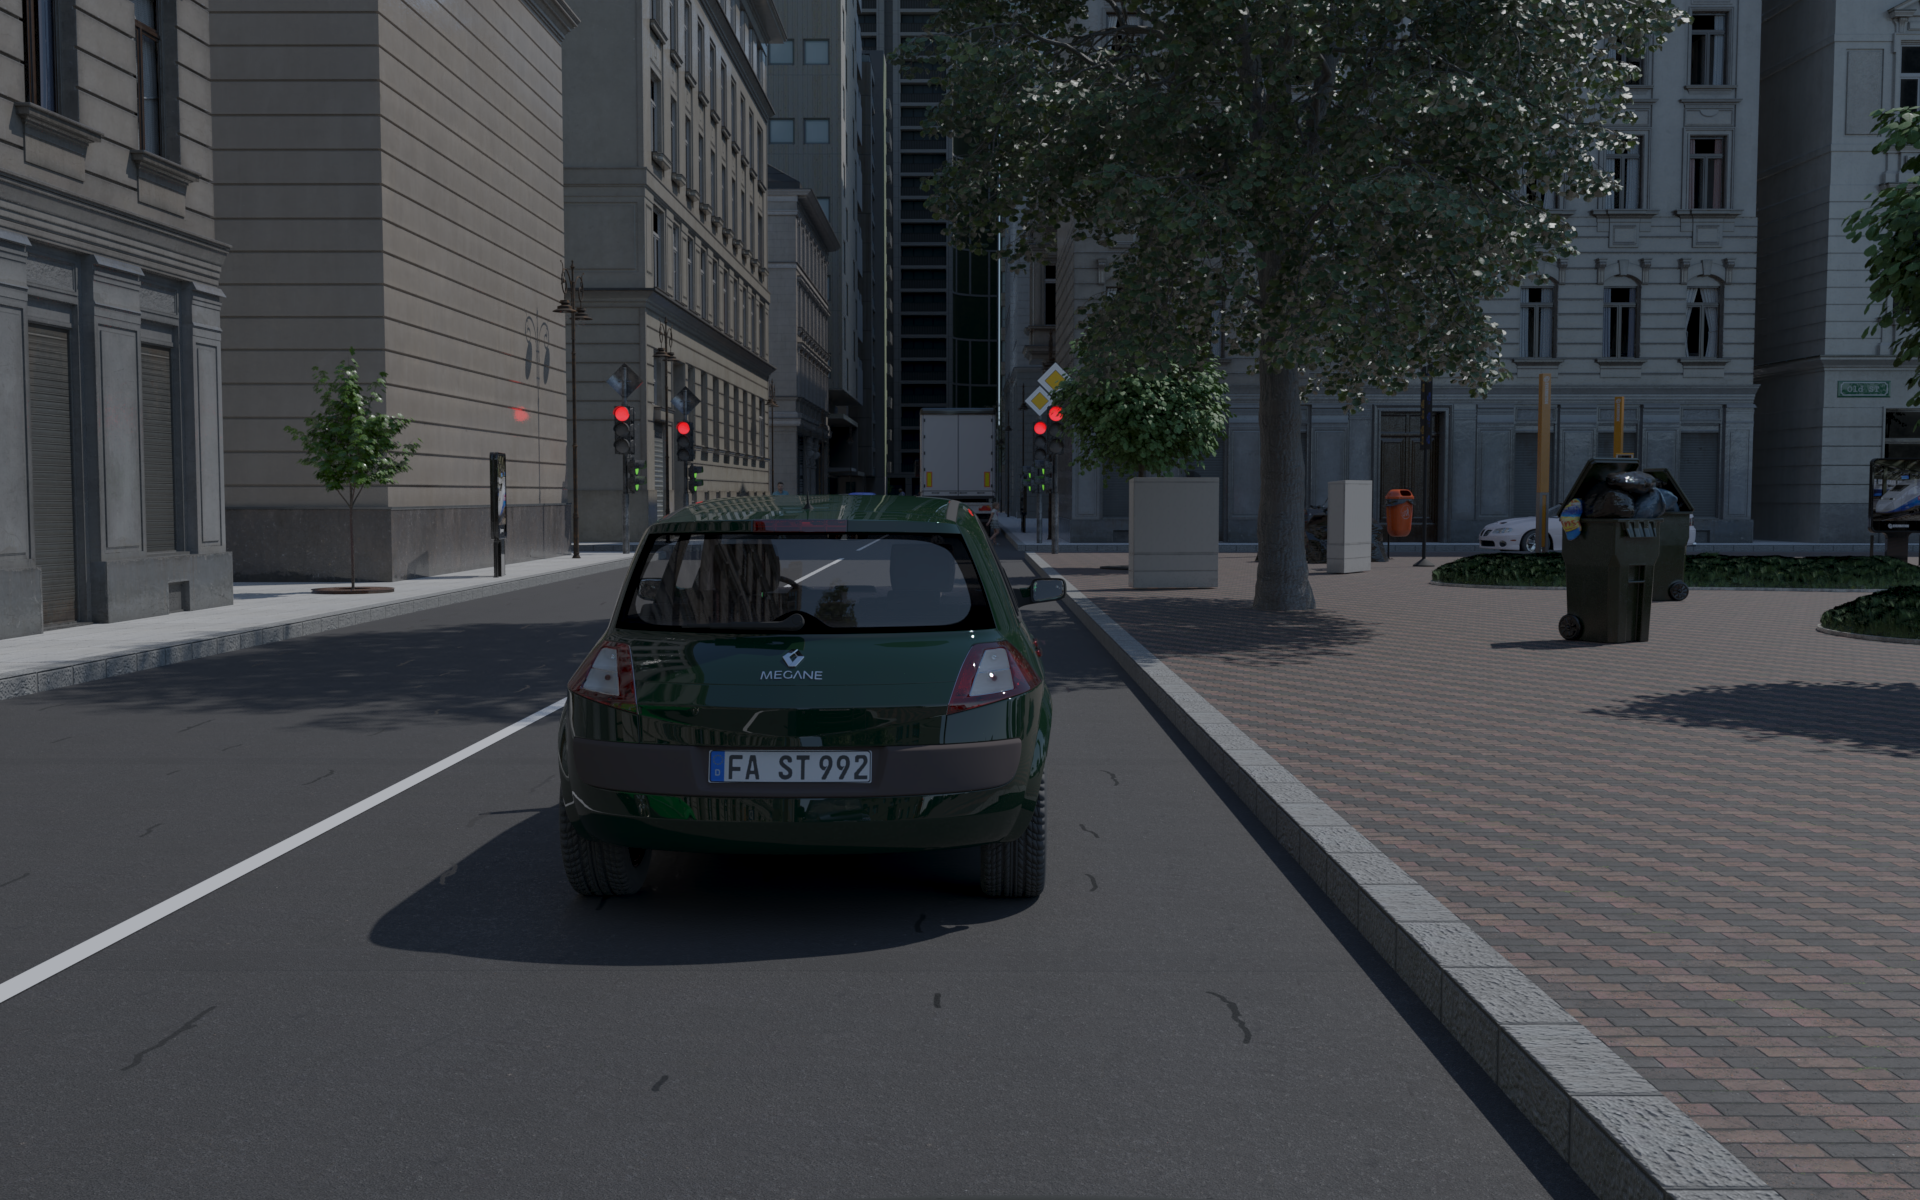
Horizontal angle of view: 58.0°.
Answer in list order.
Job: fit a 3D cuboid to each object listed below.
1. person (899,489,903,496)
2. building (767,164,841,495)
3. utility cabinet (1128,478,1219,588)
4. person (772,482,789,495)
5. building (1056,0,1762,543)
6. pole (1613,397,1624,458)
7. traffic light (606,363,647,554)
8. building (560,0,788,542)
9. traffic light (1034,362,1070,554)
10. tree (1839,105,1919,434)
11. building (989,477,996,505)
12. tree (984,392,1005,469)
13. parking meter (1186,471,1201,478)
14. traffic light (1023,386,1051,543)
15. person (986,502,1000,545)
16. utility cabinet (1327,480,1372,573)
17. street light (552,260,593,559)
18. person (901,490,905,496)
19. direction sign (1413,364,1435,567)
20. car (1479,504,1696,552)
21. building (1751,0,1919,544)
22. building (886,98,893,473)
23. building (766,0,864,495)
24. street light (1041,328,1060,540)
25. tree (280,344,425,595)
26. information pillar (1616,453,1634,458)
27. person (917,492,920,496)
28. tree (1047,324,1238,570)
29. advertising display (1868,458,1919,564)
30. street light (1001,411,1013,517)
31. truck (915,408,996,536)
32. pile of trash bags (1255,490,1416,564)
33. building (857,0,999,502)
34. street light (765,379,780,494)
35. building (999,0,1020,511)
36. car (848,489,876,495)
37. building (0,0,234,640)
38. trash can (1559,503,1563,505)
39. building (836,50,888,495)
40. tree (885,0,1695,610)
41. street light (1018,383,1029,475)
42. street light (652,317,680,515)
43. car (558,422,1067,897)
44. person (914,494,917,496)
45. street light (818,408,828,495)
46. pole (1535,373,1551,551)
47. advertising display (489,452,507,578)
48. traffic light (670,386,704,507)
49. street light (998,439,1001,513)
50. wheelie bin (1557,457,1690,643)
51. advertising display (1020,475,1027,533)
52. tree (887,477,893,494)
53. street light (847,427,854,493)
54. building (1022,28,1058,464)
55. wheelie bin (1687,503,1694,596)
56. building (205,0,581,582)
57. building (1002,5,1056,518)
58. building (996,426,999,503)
[{"bbox_3d":[-4.349,-7.184,126.040,0.705,1.814,1.350,-1,4,-20],"label":"person"},{"bbox_3d":[-13.226,-14.932,95.055,10.553,20.767,40.483,0,4,0],"label":"building"},{"bbox_3d":[2.892,-0.906,23.484,1.173,1.500,0.318,0,4,-8],"label":"utility cabinet"},{"bbox_3d":[-5.721,-2.876,55.544,0.660,1.820,0.620,-1,4,-21],"label":"person"},{"bbox_3d":[11.822,-12.244,49.344,18.267,20.994,9.793,0,4,0],"label":"building"},{"bbox_3d":[13.798,-2.599,36.336,0.158,3.312,0.155,0,3,0],"label":"pole"},{"bbox_3d":[-7.144,-2.943,37.041,0.839,4.253,0.868,0,4,0],"label":"traffic light"},{"bbox_3d":[-15.464,-13.837,59.515,16.112,22.955,30.059,0,4,0],"label":"building"},{"bbox_3d":[2.017,-2.942,37.020,0.839,4.253,0.868,0,4,0],"label":"traffic light"},{"bbox_3d":[7.443,-1.677,11.135,4.285,4.588,4.351,0,3,0],"label":"tree"},{"bbox_3d":[19.270,-30.077,183.638,32.217,40.220,23.993,0,4,0],"label":"building"},{"bbox_3d":[3.653,-10.607,123.780,4.360,8.622,3.978,0,3,0],"label":"tree"},{"bbox_3d":[5.975,-2.363,44.344,0.255,1.863,0.399,2,4,33],"label":"parking meter"},{"bbox_3d":[2.050,-3.430,45.005,0.839,4.253,0.868,0,4,0],"label":"traffic light"},{"bbox_3d":[0.939,-2.159,48.807,0.382,1.210,0.505,0,4,5],"label":"person"},{"bbox_3d":[6.322,-1.191,28.151,0.318,1.500,1.173,2,4,34],"label":"utility cabinet"},{"bbox_3d":[-7.651,-3.766,34.362,0.468,5.910,1.993,0,4,0],"label":"street light"},{"bbox_3d":[-5.455,-9.354,161.306,0.599,1.838,0.709,3,4,36],"label":"person"},{"bbox_3d":[8.219,-2.361,30.592,0.379,3.537,0.876,0,4,4],"label":"direction sign"},{"bbox_3d":[14.506,-1.700,40.155,4.827,1.381,2.083,0,4,-1],"label":"car"},{"bbox_3d":[43.774,-16.846,51.841,44.131,29.872,17.030,0,4,0],"label":"building"},{"bbox_3d":[-22.654,-34.527,184.131,30.456,49.044,23.786,0,4,0],"label":"building"},{"bbox_3d":[-21.570,-33.269,133.184,28.713,52.752,27.495,0,4,0],"label":"building"},{"bbox_3d":[2.527,-4.628,48.449,0.468,5.910,1.993,0,4,0],"label":"street light"},{"bbox_3d":[-7.860,-1.700,22.400,1.663,3.219,1.824,0,3,0],"label":"tree"},{"bbox_3d":[11.983,-1.639,31.286,0.304,2.012,0.304,1,4,21],"label":"information pillar"},{"bbox_3d":[-4.696,-11.457,196.735,0.541,1.710,0.530,-2,4,-34],"label":"person"},{"bbox_3d":[3.127,-2.818,29.786,4.285,4.588,4.351,0,3,0],"label":"tree"},{"bbox_3d":[16.793,-1.578,31.019,0.974,1.923,0.123,0,4,4],"label":"advertising display"},{"bbox_3d":[2.679,-7.536,96.000,0.468,5.910,1.993,0,4,0],"label":"street light"},{"bbox_3d":[-0.204,-4.475,62.084,2.839,4.237,11.283,0,4,-1],"label":"truck"},{"bbox_3d":[7.443,-1.439,33.277,3.447,1.369,1.912,-2,4,-34],"label":"pile of trash bags"},{"bbox_3d":[-5.477,-47.332,212.131,20.611,71.187,20.563,0,4,0],"label":"building"},{"bbox_3d":[-7.511,-5.910,69.413,0.468,5.910,1.993,0,4,0],"label":"street light"},{"bbox_3d":[10.052,-27.529,133.699,14.154,41.232,14.086,0,4,0],"label":"building"},{"bbox_3d":[-4.189,-3.937,73.963,1.945,1.707,3.694,0,4,2],"label":"car"},{"bbox_3d":[-13.125,-9.869,10.513,9.793,20.994,18.267,0,4,0],"label":"building"},{"bbox_3d":[10.211,-1.027,28.443,0.748,1.137,0.748,0,3,0],"label":"trash can"},{"bbox_3d":[-13.898,-28.835,155.043,14.154,41.232,14.086,0,4,0],"label":"building"},{"bbox_3d":[3.615,-6.865,18.897,9.857,13.997,8.962,0,3,0],"label":"tree"},{"bbox_3d":[2.636,-6.082,72.224,0.468,5.910,1.993,0,4,0],"label":"street light"},{"bbox_3d":[-7.662,-4.434,45.277,0.468,5.910,1.993,0,4,0],"label":"street light"},{"bbox_3d":[-0.515,0.136,7.560,2.009,1.686,4.222,0,4,1],"label":"car"},{"bbox_3d":[-4.967,-10.873,189.463,0.799,1.438,0.628,1,4,21],"label":"person"},{"bbox_3d":[-7.366,-7.364,93.188,0.468,5.910,1.993,0,4,0],"label":"street light"},{"bbox_3d":[9.900,-2.175,29.405,0.158,3.312,0.155,0,3,0],"label":"pole"},{"bbox_3d":[-7.176,-1.329,26.946,0.123,1.923,0.974,0,4,-7],"label":"advertising display"},{"bbox_3d":[-7.112,-3.432,45.026,0.839,4.253,0.868,0,4,0],"label":"traffic light"},{"bbox_3d":[2.849,-8.991,119.795,0.468,5.910,1.993,0,4,0],"label":"street light"},{"bbox_3d":[5.711,-0.441,15.126,0.980,1.594,0.693,-2,4,-30],"label":"wheelie bin"},{"bbox_3d":[2.112,-3.205,57.607,0.123,1.923,0.974,0,4,-4],"label":"advertising display"},{"bbox_3d":[-7.004,-10.503,166.319,1.663,3.219,1.824,0,3,0],"label":"tree"},{"bbox_3d":[-7.368,-8.818,116.963,0.468,5.910,1.993,0,4,0],"label":"street light"},{"bbox_3d":[9.902,-15.519,72.823,14.460,24.649,34.723,0,4,0],"label":"building"},{"bbox_3d":[8.423,-0.799,20.973,0.693,1.594,0.980,0,4,-3],"label":"wheelie bin"},{"bbox_3d":[-20.341,-14.245,30.164,25.104,27.353,12.463,0,4,0],"label":"building"},{"bbox_3d":[8.439,-20.024,104.878,11.434,29.767,29.804,0,4,0],"label":"building"},{"bbox_3d":[14.732,-51.506,154.798,22.319,86.520,31.000,0,4,0],"label":"building"}]
